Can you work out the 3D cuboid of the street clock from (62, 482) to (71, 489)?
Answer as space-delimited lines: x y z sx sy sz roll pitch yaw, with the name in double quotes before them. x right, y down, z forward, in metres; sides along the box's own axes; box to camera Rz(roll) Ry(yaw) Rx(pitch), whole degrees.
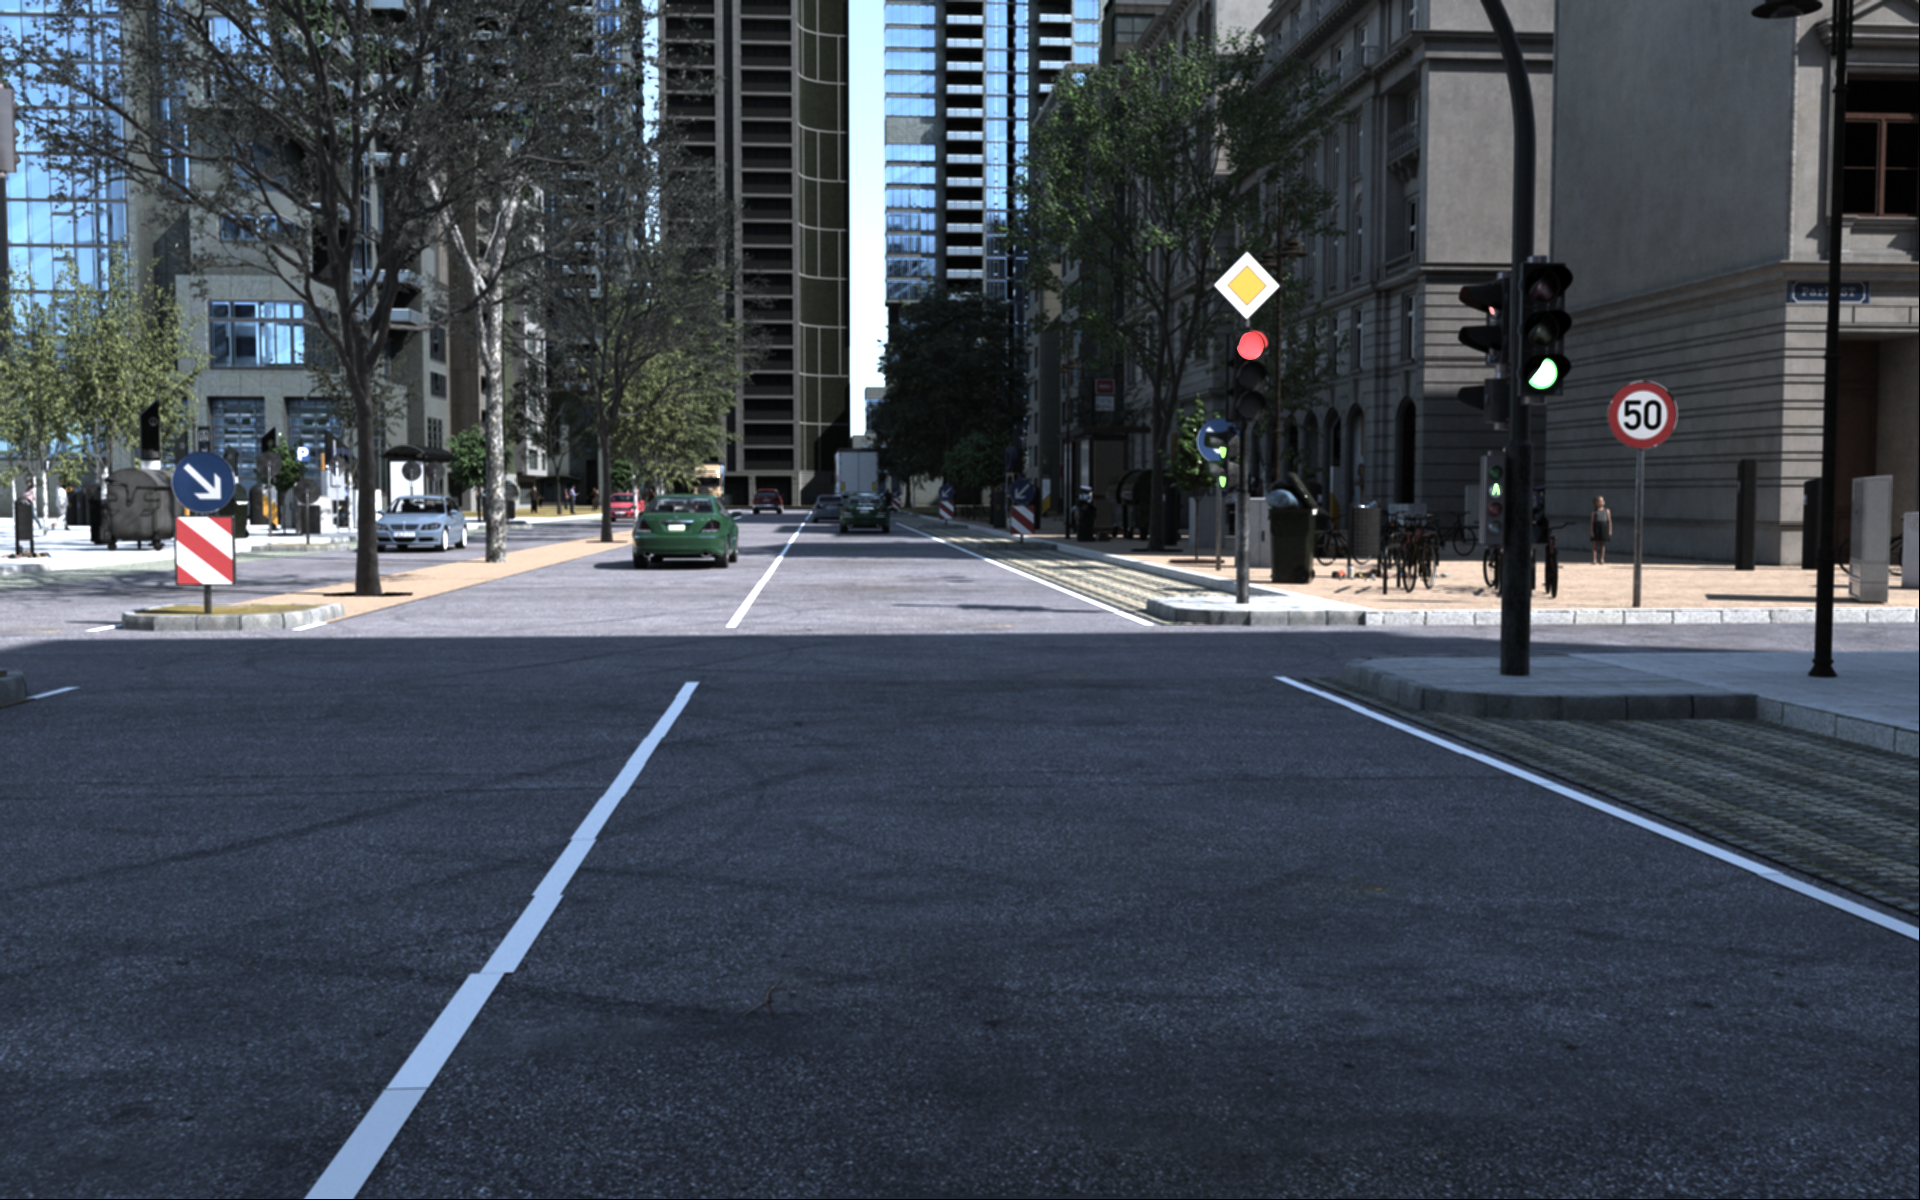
"street clock" -43.707 -4.894 84.587 0.471 2.002 0.358 0 4 5

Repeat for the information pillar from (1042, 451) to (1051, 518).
"information pillar" 4.723 -6.327 94.793 0.504 3.616 0.183 2 4 28

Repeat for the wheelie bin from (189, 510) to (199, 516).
"wheelie bin" -34.905 -4.363 79.247 0.980 1.594 0.693 -1 4 -22

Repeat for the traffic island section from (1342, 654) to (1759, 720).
"traffic island section" 3.959 0.608 12.345 2.009 0.180 2.903 0 4 -4

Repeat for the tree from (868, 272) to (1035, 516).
"tree" -0.428 -11.861 100.583 9.857 13.997 8.962 0 3 0

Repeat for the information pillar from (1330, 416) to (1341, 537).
"information pillar" 11.222 -3.695 51.772 0.183 3.616 0.504 3 4 38

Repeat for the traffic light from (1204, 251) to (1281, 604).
"traffic light" 3.294 -1.912 20.188 0.839 4.253 0.868 0 4 -4

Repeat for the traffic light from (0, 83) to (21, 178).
"traffic light" -12.832 -2.708 18.947 4.771 5.953 1.251 0 4 -4

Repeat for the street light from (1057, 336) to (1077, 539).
"street light" 3.086 -4.687 49.424 0.468 5.910 1.993 0 4 -4

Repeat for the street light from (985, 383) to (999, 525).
"street light" 1.336 -6.079 72.174 0.468 5.910 1.993 0 4 -4

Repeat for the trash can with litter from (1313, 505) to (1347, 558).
"trash can with litter" 7.377 -1.446 35.025 1.055 1.170 0.624 3 5 42

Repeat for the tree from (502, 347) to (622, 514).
"tree" -25.242 -10.691 109.213 8.767 10.594 7.601 0 4 -3

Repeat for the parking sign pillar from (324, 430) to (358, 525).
"parking sign pillar" -26.131 -5.181 73.178 1.447 3.967 1.447 2 4 33

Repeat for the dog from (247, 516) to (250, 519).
"dog" -36.172 -4.297 87.996 0.748 0.427 0.550 1 4 9

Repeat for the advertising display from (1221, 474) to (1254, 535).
"advertising display" 8.650 -3.008 54.398 0.974 1.923 0.123 2 4 31

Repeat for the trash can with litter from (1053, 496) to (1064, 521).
"trash can with litter" 5.403 -4.478 84.276 2.233 1.210 1.678 -1 4 -22

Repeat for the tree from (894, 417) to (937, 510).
"tree" -3.519 -11.664 141.069 4.360 8.622 3.978 0 3 0

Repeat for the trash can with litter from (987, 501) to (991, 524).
"trash can with litter" 1.421 -3.828 73.972 0.624 1.170 1.055 -1 4 -22

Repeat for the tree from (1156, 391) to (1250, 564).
"tree" 4.315 -2.299 32.191 1.663 3.219 1.824 0 3 0

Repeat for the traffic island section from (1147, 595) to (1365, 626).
"traffic island section" 3.335 0.121 20.305 2.009 0.180 2.903 0 4 -4

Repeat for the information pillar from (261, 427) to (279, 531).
"information pillar" -24.064 -4.223 60.393 0.504 3.616 0.183 0 4 1

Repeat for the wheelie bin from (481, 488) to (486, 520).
"wheelie bin" -22.829 -4.657 84.048 0.693 1.594 0.980 2 4 33

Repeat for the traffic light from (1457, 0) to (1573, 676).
"traffic light" 1.840 -2.279 11.924 4.771 5.953 1.251 0 4 -4

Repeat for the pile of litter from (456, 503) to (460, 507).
"pile of litter" -24.998 -4.344 84.996 1.176 0.858 1.719 -2 4 -27

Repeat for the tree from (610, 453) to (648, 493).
"tree" -27.044 -9.548 139.825 4.285 4.588 4.351 0 3 0

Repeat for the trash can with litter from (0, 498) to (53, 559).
"trash can with litter" -19.090 -1.447 34.711 1.678 1.210 2.233 0 4 3

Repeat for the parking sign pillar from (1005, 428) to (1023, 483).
"parking sign pillar" 2.196 -4.994 70.131 1.447 3.967 1.447 -1 4 -10

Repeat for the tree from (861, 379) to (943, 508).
"tree" -4.870 -15.147 164.658 9.611 12.733 9.660 0 3 0

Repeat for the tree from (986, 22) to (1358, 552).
"tree" 4.566 -6.889 38.387 9.928 11.665 9.643 0 3 0

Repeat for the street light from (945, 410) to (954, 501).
"street light" -0.565 -7.469 94.911 0.468 5.910 1.993 0 4 -4

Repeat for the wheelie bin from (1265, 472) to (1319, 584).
"wheelie bin" 4.772 -1.041 24.935 0.693 1.594 0.980 1 4 19

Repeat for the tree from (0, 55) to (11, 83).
"tree" -18.134 -6.095 25.406 9.928 11.665 9.643 0 3 0

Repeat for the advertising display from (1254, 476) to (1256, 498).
"advertising display" 9.771 -3.353 60.036 0.974 1.923 0.123 0 4 -6

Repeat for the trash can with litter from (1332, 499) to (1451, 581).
"trash can with litter" 6.609 -0.948 26.555 2.233 1.210 1.678 -1 4 -13

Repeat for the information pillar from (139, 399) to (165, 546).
"information pillar" -19.928 -3.138 42.666 0.183 3.616 0.504 2 4 34

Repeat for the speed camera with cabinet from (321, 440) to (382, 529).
"speed camera with cabinet" -22.375 -4.240 63.663 2.038 3.252 0.660 -3 5 -42

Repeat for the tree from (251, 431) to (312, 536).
"tree" -21.069 -3.607 53.569 1.663 3.219 1.824 0 3 0

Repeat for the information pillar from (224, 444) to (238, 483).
"information pillar" -34.238 -5.517 81.553 0.504 3.616 0.183 1 4 20

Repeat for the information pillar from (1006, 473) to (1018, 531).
"information pillar" 1.805 -3.376 59.692 0.304 2.012 0.304 3 4 37

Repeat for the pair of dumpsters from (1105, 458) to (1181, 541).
"pair of dumpsters" 5.271 -2.867 49.367 1.574 2.255 4.437 0 4 -4

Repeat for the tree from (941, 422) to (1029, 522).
"tree" 1.588 -5.845 79.277 4.285 4.588 4.351 0 3 0

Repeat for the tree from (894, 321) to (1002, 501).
"tree" -0.558 -11.882 112.403 7.486 12.596 7.792 0 3 0

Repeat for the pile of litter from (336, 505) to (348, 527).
"pile of litter" -23.749 -3.267 67.383 1.176 0.858 1.719 0 4 -3

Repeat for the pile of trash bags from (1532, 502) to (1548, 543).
"pile of trash bags" 16.407 -2.194 45.630 3.447 1.369 1.912 1 4 8

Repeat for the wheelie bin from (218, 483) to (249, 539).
"wheelie bin" -21.026 -2.576 50.019 0.693 1.594 0.980 1 4 14

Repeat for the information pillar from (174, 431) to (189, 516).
"information pillar" -28.733 -4.442 63.987 0.504 3.616 0.183 1 4 9

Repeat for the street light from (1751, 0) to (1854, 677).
"street light" 6.081 -2.400 12.032 0.468 5.910 1.993 0 4 -4

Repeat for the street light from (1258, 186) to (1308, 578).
"street light" 4.853 -3.280 26.416 0.468 5.910 1.993 0 4 -4

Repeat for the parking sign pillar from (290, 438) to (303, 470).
"parking sign pillar" -32.050 -5.797 83.255 1.447 3.967 1.447 0 4 7

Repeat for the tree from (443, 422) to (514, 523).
"tree" -21.907 -5.799 78.533 4.285 4.588 4.351 0 3 0

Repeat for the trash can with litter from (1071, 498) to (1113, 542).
"trash can with litter" 3.569 -2.167 46.819 1.055 1.170 0.624 -2 4 -26
